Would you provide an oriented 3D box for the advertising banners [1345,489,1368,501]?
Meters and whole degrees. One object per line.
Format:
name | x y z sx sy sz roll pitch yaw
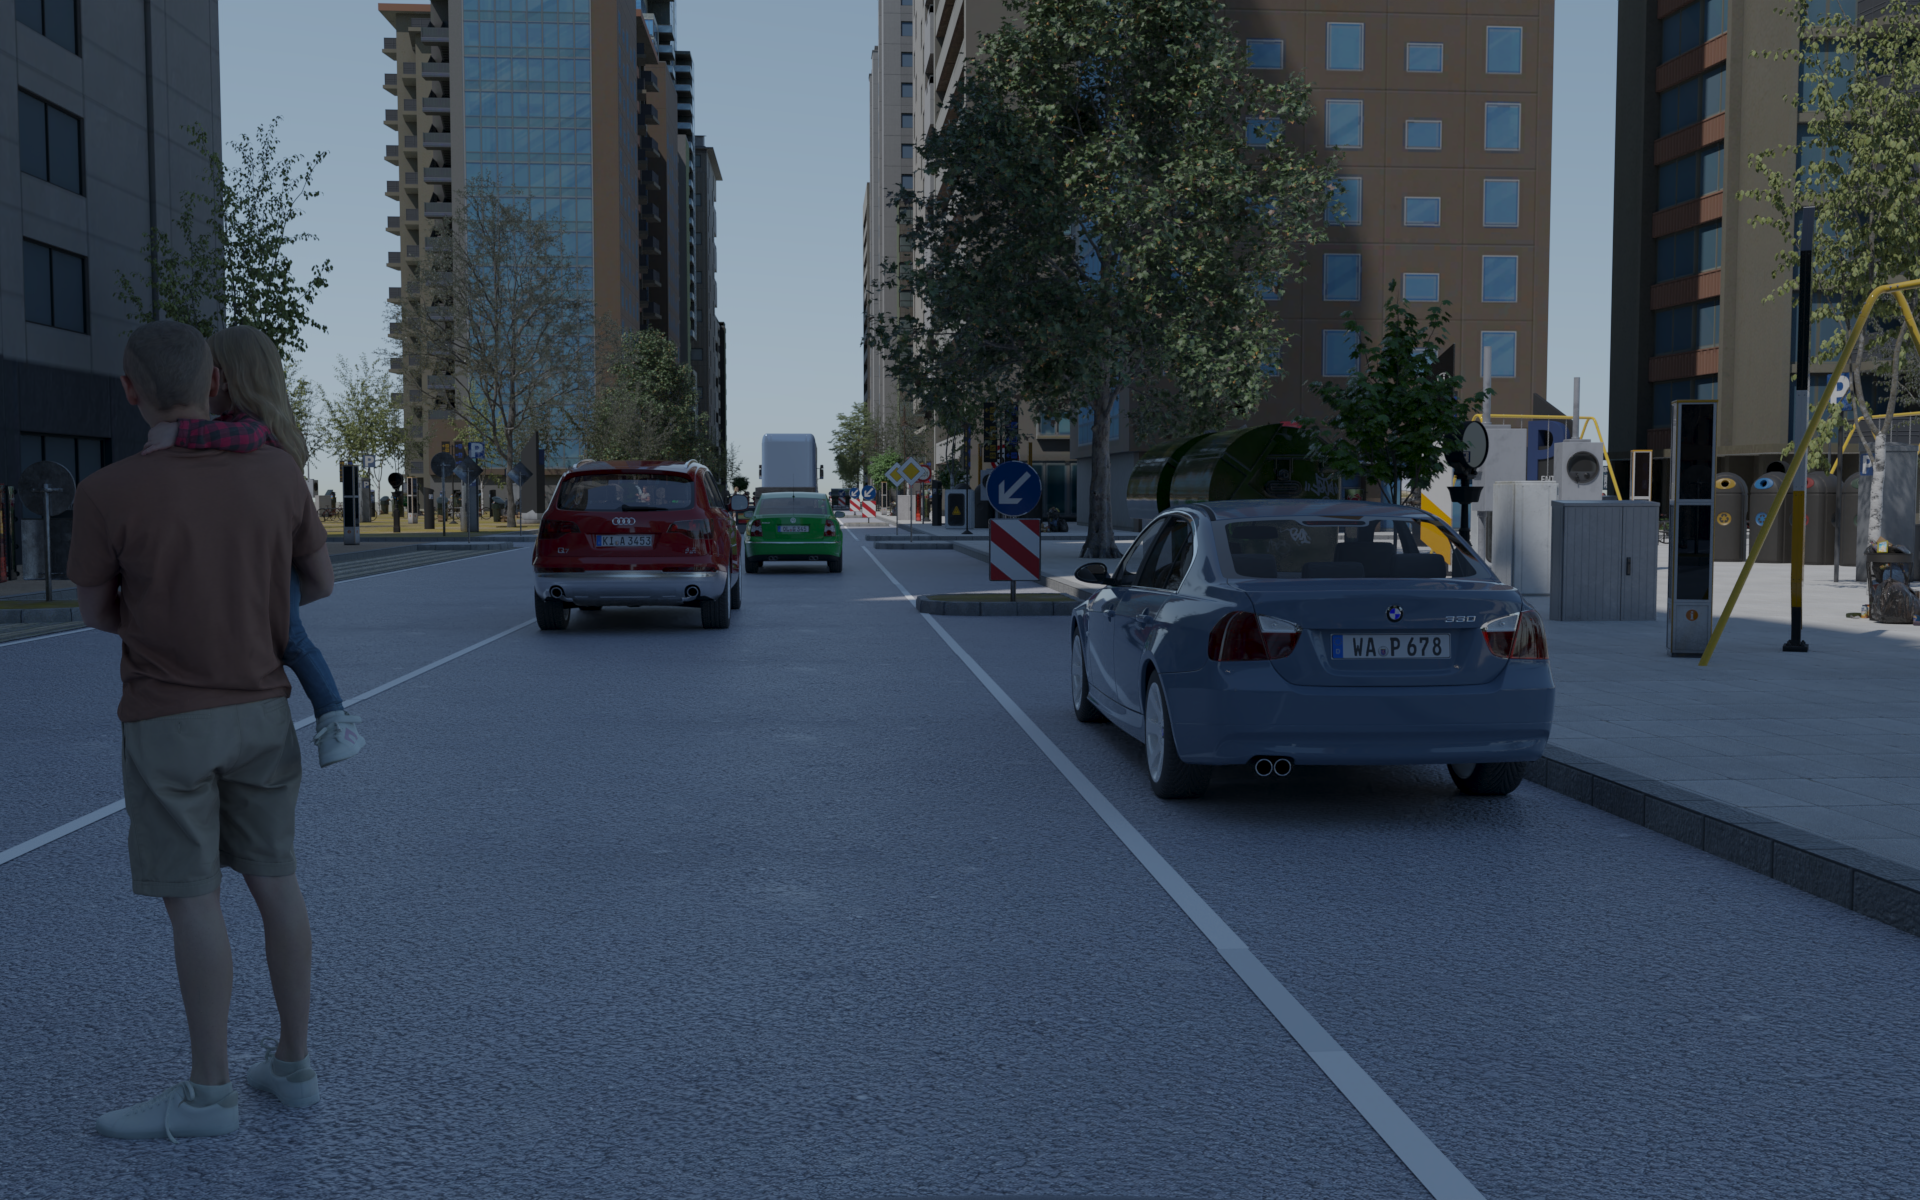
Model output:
advertising banners | 8.658 -2.757 41.261 2.074 3.025 0.090 1 4 12

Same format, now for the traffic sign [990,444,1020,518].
traffic sign | 1.131 -2.678 43.895 0.768 2.556 0.104 0 4 -4

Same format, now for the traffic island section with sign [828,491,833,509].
traffic island section with sign | -10.604 -8.872 153.688 1.989 1.847 2.006 0 4 -5

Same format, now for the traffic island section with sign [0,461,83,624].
traffic island section with sign | -10.733 -0.693 19.966 1.989 1.847 2.006 0 4 -5

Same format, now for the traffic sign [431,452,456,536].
traffic sign | -15.686 -3.211 52.600 0.768 2.556 0.104 0 4 -2

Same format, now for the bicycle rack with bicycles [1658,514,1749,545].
bicycle rack with bicycles | 18.715 -1.836 43.400 2.852 0.926 2.925 -3 4 -37

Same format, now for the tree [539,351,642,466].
tree | -18.557 -8.375 87.299 4.360 8.622 3.978 0 3 0

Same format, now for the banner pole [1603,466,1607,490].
banner pole | 49.776 -8.805 133.971 0.863 3.779 0.401 0 4 1

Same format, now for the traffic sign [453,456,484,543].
traffic sign | -12.806 -2.537 45.129 0.795 2.450 0.064 0 4 -5

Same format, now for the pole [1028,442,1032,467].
pole | 2.751 -4.549 68.211 0.158 3.312 0.155 0 3 0

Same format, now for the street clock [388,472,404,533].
street clock | -18.761 -3.246 57.646 0.471 2.002 0.358 0 4 0

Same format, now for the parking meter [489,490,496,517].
parking meter | -26.372 -5.465 97.761 0.372 1.533 0.369 0 3 0

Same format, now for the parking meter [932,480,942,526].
parking meter | -0.923 -3.911 69.661 0.255 1.863 0.399 -3 5 -45

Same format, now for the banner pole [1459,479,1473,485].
banner pole | 16.370 -3.990 55.247 0.863 3.779 0.401 0 4 5

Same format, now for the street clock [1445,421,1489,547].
street clock | 5.011 -0.773 17.201 0.471 2.002 0.358 -3 5 -40

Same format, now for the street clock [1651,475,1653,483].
street clock | 22.825 -3.254 57.766 0.471 2.002 0.358 1 4 14

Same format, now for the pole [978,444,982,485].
pole | 0.815 -4.660 70.039 0.158 3.312 0.155 0 3 0

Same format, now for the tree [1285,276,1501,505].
tree | 3.889 -1.280 15.536 1.663 3.219 1.824 0 3 0

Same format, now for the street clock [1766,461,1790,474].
street clock | 17.903 -2.040 37.928 0.358 2.002 0.471 -2 4 -34

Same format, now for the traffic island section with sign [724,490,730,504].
traffic island section with sign | -24.069 -10.440 179.327 1.989 1.847 2.006 0 4 -5

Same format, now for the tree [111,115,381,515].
tree | -14.161 -5.107 33.868 4.737 8.622 4.395 0 3 0

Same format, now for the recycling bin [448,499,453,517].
recycling bin | -29.122 -5.229 98.042 0.722 1.027 0.722 -2 4 -26

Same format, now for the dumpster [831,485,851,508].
dumpster | -11.403 -9.844 165.904 1.985 2.255 1.502 0 4 -4

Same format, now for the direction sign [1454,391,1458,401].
direction sign | 10.521 -2.811 37.952 0.876 3.537 0.379 -2 4 -24

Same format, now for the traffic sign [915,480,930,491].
traffic sign | -1.861 -5.003 81.807 0.884 2.594 0.081 0 3 0

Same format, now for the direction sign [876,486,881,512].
direction sign | -5.948 -8.222 126.428 0.379 3.537 0.876 3 5 43

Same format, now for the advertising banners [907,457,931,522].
advertising banners | -1.924 -5.172 80.752 0.090 3.025 2.074 -2 4 -32

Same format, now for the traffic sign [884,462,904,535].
traffic sign | -1.967 -3.082 54.025 0.795 2.450 0.064 0 4 -5

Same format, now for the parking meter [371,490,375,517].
parking meter | -32.755 -5.383 96.421 0.372 1.533 0.369 0 3 0

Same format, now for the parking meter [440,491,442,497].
parking meter | -36.379 -6.936 121.817 0.372 1.533 0.369 0 3 0

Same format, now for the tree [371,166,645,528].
tree | -17.359 -9.522 66.050 12.009 13.543 11.850 0 3 0

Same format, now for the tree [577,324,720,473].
tree | -21.026 -12.220 116.813 9.611 12.733 9.660 0 3 0

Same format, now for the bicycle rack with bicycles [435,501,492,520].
bicycle rack with bicycles | -25.147 -4.467 86.414 2.925 0.926 2.852 0 4 6

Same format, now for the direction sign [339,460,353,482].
direction sign | -41.169 -7.600 116.251 0.876 3.537 0.379 -1 4 -16

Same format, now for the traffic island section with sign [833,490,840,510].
traffic island section with sign | -6.417 -5.810 103.628 1.989 1.847 2.006 0 4 -5

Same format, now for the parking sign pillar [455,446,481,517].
parking sign pillar | -27.405 -6.605 96.459 1.447 3.967 1.447 0 4 -2

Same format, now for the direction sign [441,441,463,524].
direction sign | -21.826 -5.048 74.535 0.876 3.537 0.379 -1 4 -15

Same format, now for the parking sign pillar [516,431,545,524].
parking sign pillar | -18.472 -5.287 74.908 1.447 3.967 1.447 -3 5 -44

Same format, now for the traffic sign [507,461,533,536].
traffic sign | -13.472 -3.024 53.086 0.795 2.450 0.064 0 4 -5

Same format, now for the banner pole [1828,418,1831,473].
banner pole | 28.511 -4.089 56.869 0.401 3.779 0.863 2 4 31

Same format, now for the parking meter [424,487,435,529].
parking meter | -19.407 -3.359 63.326 0.372 1.533 0.369 0 3 0

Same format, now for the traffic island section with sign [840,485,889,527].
traffic island section with sign | -4.174 -4.167 76.766 1.989 1.847 2.006 0 4 -5

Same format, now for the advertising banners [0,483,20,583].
advertising banners | -13.896 -1.765 25.046 0.090 3.025 2.074 -1 4 -18

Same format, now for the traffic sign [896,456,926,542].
traffic sign | -1.300 -2.595 46.068 0.795 2.450 0.064 0 4 -5

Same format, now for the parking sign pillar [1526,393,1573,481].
parking sign pillar | 15.610 -3.499 45.684 1.447 3.967 1.447 -3 4 -38

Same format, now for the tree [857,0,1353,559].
tree | 2.837 -7.179 34.389 9.611 12.733 9.660 0 3 0

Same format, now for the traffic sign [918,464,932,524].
traffic sign | -1.574 -4.516 73.949 0.768 2.556 0.104 0 4 -1

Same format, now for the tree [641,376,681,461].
tree | -19.878 -9.576 106.924 4.360 8.622 3.978 0 3 0

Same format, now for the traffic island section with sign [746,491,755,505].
traffic island section with sign | -30.976 -15.496 261.980 1.989 1.847 2.006 0 4 -5

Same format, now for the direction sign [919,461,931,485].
direction sign | -2.399 -7.770 119.038 0.876 3.537 0.379 1 4 19

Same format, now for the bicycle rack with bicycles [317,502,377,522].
bicycle rack with bicycles | -28.894 -4.156 81.337 2.925 0.926 2.852 -2 4 -28

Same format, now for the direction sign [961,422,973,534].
direction sign | 0.230 -3.861 55.129 0.379 3.537 0.876 1 4 12

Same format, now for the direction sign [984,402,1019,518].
direction sign | 1.011 -3.102 42.722 0.876 3.537 0.379 1 4 14

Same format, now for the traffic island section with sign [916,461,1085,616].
traffic island section with sign | 0.472 -0.774 21.290 1.989 1.847 2.006 0 4 -5
